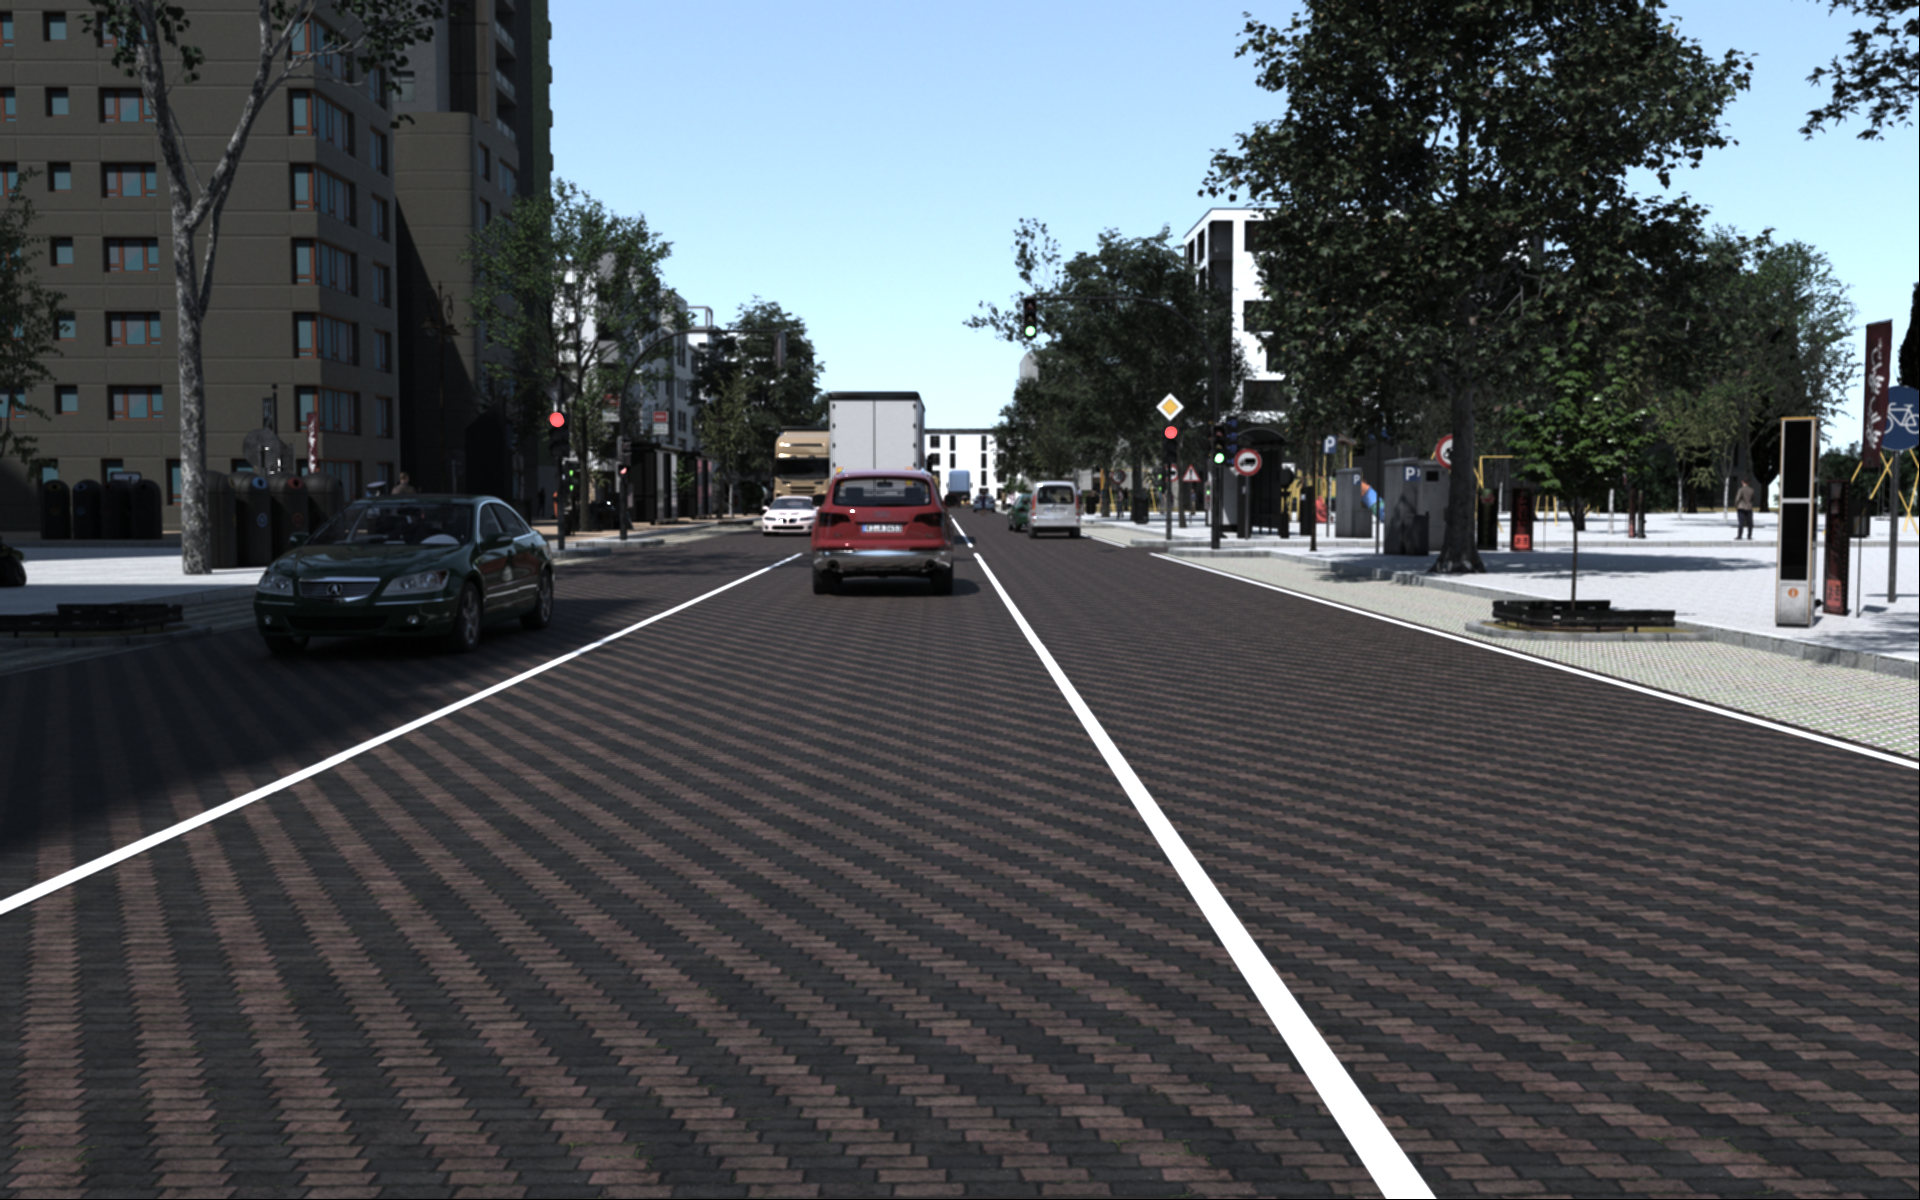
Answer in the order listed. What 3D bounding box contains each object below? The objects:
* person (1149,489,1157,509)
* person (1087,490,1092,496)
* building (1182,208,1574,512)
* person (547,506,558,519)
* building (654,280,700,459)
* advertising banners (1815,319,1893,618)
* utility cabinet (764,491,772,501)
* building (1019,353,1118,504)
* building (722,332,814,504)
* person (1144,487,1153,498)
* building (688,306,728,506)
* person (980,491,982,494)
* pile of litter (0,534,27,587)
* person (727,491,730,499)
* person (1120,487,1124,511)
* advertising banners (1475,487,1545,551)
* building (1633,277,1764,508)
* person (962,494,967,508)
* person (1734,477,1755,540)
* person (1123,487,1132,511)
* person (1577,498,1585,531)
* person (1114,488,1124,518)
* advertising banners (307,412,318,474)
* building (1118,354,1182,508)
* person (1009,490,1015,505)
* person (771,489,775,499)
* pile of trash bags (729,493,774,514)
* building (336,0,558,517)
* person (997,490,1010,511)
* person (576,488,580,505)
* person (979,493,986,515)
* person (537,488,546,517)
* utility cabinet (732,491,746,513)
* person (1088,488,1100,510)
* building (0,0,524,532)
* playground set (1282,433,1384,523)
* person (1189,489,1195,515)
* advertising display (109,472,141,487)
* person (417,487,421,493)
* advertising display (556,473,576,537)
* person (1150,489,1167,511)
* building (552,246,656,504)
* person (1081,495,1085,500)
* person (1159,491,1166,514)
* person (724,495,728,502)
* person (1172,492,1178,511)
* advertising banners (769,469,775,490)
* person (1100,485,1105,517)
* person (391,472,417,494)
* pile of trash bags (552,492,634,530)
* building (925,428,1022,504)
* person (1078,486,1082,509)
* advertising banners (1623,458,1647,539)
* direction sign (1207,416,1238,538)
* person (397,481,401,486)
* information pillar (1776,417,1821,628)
[{"bbox_3d":[16.221,-8.510,145.969,1.217,1.735,0.721,1,4,15],"label":"person"},{"bbox_3d":[14.719,-11.486,194.565,1.217,1.743,0.721,-1,4,-17],"label":"person"},{"bbox_3d":[31.620,-18.132,140.433,27.936,21.610,32.646,0,4,-1],"label":"building"},{"bbox_3d":[-20.957,-4.615,89.424,0.695,0.859,0.347,-1,4,-22],"label":"person"},{"bbox_3d":[-33.227,-17.394,150.851,16.747,18.905,31.486,0,4,-1],"label":"building"},{"bbox_3d":[9.321,-1.358,18.383,0.090,3.025,2.074,0,4,2],"label":"advertising banners"},{"bbox_3d":[-13.593,-6.794,119.759,1.173,1.500,0.318,-3,5,-40],"label":"utility cabinet"},{"bbox_3d":[23.803,-22.007,226.265,31.486,18.905,16.747,0,4,-1],"label":"building"},{"bbox_3d":[-36.529,-23.730,231.954,32.646,21.610,27.936,0,4,-1],"label":"building"},{"bbox_3d":[14.128,-7.736,132.619,1.348,1.812,0.705,0,4,8],"label":"person"},{"bbox_3d":[-30.573,-19.806,180.247,11.380,20.091,16.016,0,4,-1],"label":"building"},{"bbox_3d":[2.156,-10.692,183.999,0.721,1.739,1.217,-1,4,-15],"label":"person"},{"bbox_3d":[-13.531,-0.590,23.609,1.176,0.858,1.719,2,4,26],"label":"pile of litter"},{"bbox_3d":[-25.381,-11.324,191.905,1.217,1.735,0.721,2,4,31],"label":"person"},{"bbox_3d":[12.325,-7.696,131.886,0.705,1.822,1.348,1,4,12],"label":"person"},{"bbox_3d":[12.548,-2.601,38.716,2.074,3.025,0.090,2,4,27],"label":"advertising banners"},{"bbox_3d":[60.140,-20.271,175.400,32.646,21.610,27.936,0,4,-1],"label":"building"},{"bbox_3d":[0.462,-10.248,179.244,0.628,1.438,0.799,-1,4,-10],"label":"person"},{"bbox_3d":[22.043,-2.581,48.777,0.617,1.759,0.750,0,4,5],"label":"person"},{"bbox_3d":[12.931,-7.855,134.492,0.705,1.822,1.348,-3,4,-38],"label":"person"},{"bbox_3d":[21.548,-3.272,60.335,0.445,1.727,0.742,0,4,3],"label":"person"},{"bbox_3d":[8.413,-5.115,91.624,0.435,1.587,0.963,-1,4,-21],"label":"person"},{"bbox_3d":[-14.380,-2.536,37.653,0.090,3.025,2.074,-3,5,-43],"label":"advertising banners"},{"bbox_3d":[26.068,-18.715,172.449,16.747,18.905,31.486,0,4,-1],"label":"building"},{"bbox_3d":[3.933,-7.441,130.828,0.551,1.740,0.621,1,4,16],"label":"person"},{"bbox_3d":[-16.116,-8.791,150.464,1.217,1.739,0.721,1,4,17],"label":"person"},{"bbox_3d":[-13.812,-6.446,115.145,3.447,1.369,1.912,2,4,23],"label":"pile of trash bags"},{"bbox_3d":[-30.699,-25.123,94.348,14.154,41.232,14.086,0,4,-1],"label":"building"},{"bbox_3d":[3.626,-8.202,142.700,1.348,1.812,0.705,2,4,25],"label":"person"},{"bbox_3d":[-26.584,-6.937,120.277,0.431,1.722,0.655,-1,4,-13],"label":"person"},{"bbox_3d":[1.460,-6.402,115.537,0.546,1.535,0.453,0,4,1],"label":"person"},{"bbox_3d":[-23.214,-5.419,96.118,0.415,1.643,0.593,1,4,15],"label":"person"},{"bbox_3d":[-14.866,-6.662,117.604,1.173,1.500,0.318,0,4,-5],"label":"utility cabinet"},{"bbox_3d":[10.996,-8.314,141.983,1.348,1.823,0.705,2,4,30],"label":"person"},{"bbox_3d":[-35.840,-13.945,73.039,27.650,21.520,28.899,0,4,-1],"label":"building"},{"bbox_3d":[16.755,-5.625,78.749,5.302,4.214,5.637,0,4,-6],"label":"playground set"},{"bbox_3d":[14.265,-5.999,106.189,0.319,1.574,0.516,0,4,-5],"label":"person"},{"bbox_3d":[-24.296,-2.768,50.478,0.123,1.923,0.974,2,4,27],"label":"advertising display"},{"bbox_3d":[-21.076,-3.632,67.699,0.388,1.546,0.482,3,5,40],"label":"person"},{"bbox_3d":[-11.931,-2.891,52.486,0.123,1.923,0.974,-3,5,-41],"label":"advertising display"},{"bbox_3d":[14.819,-7.523,129.051,1.348,1.824,0.705,0,4,5],"label":"person"},{"bbox_3d":[-30.982,-16.699,129.450,16.016,20.091,11.380,0,4,-1],"label":"building"},{"bbox_3d":[13.848,-11.541,197.991,1.065,1.426,0.557,-1,4,-13],"label":"person"},{"bbox_3d":[12.860,-6.332,109.698,0.434,1.807,0.598,0,4,-8],"label":"person"},{"bbox_3d":[-27.762,-11.861,203.221,1.217,1.735,0.721,-2,4,-29],"label":"person"},{"bbox_3d":[15.985,-7.416,130.513,0.991,1.433,0.599,0,4,-6],"label":"person"},{"bbox_3d":[-13.840,-7.682,121.789,2.074,3.025,0.090,2,4,28],"label":"advertising banners"},{"bbox_3d":[8.092,-5.550,96.921,0.598,1.807,0.434,-3,5,-40],"label":"person"},{"bbox_3d":[-12.159,-1.919,37.979,0.990,1.755,0.434,1,4,19],"label":"person"},{"bbox_3d":[-13.251,-3.169,61.569,1.912,1.369,3.447,2,4,25],"label":"pile of trash bags"},{"bbox_3d":[-5.918,-17.132,222.250,28.070,9.664,9.099,0,4,-1],"label":"building"},{"bbox_3d":[8.584,-7.387,126.685,0.599,1.838,0.709,-1,4,-23],"label":"person"},{"bbox_3d":[19.694,-3.332,50.660,0.090,3.025,2.074,0,4,3],"label":"advertising banners"},{"bbox_3d":[7.611,-3.567,50.318,0.876,3.537,0.379,0,4,1],"label":"direction sign"},{"bbox_3d":[-21.389,-3.672,66.532,0.568,1.767,0.683,1,4,16],"label":"person"},{"bbox_3d":[8.070,-0.745,16.680,0.304,2.012,0.304,2,4,35],"label":"information pillar"}]
